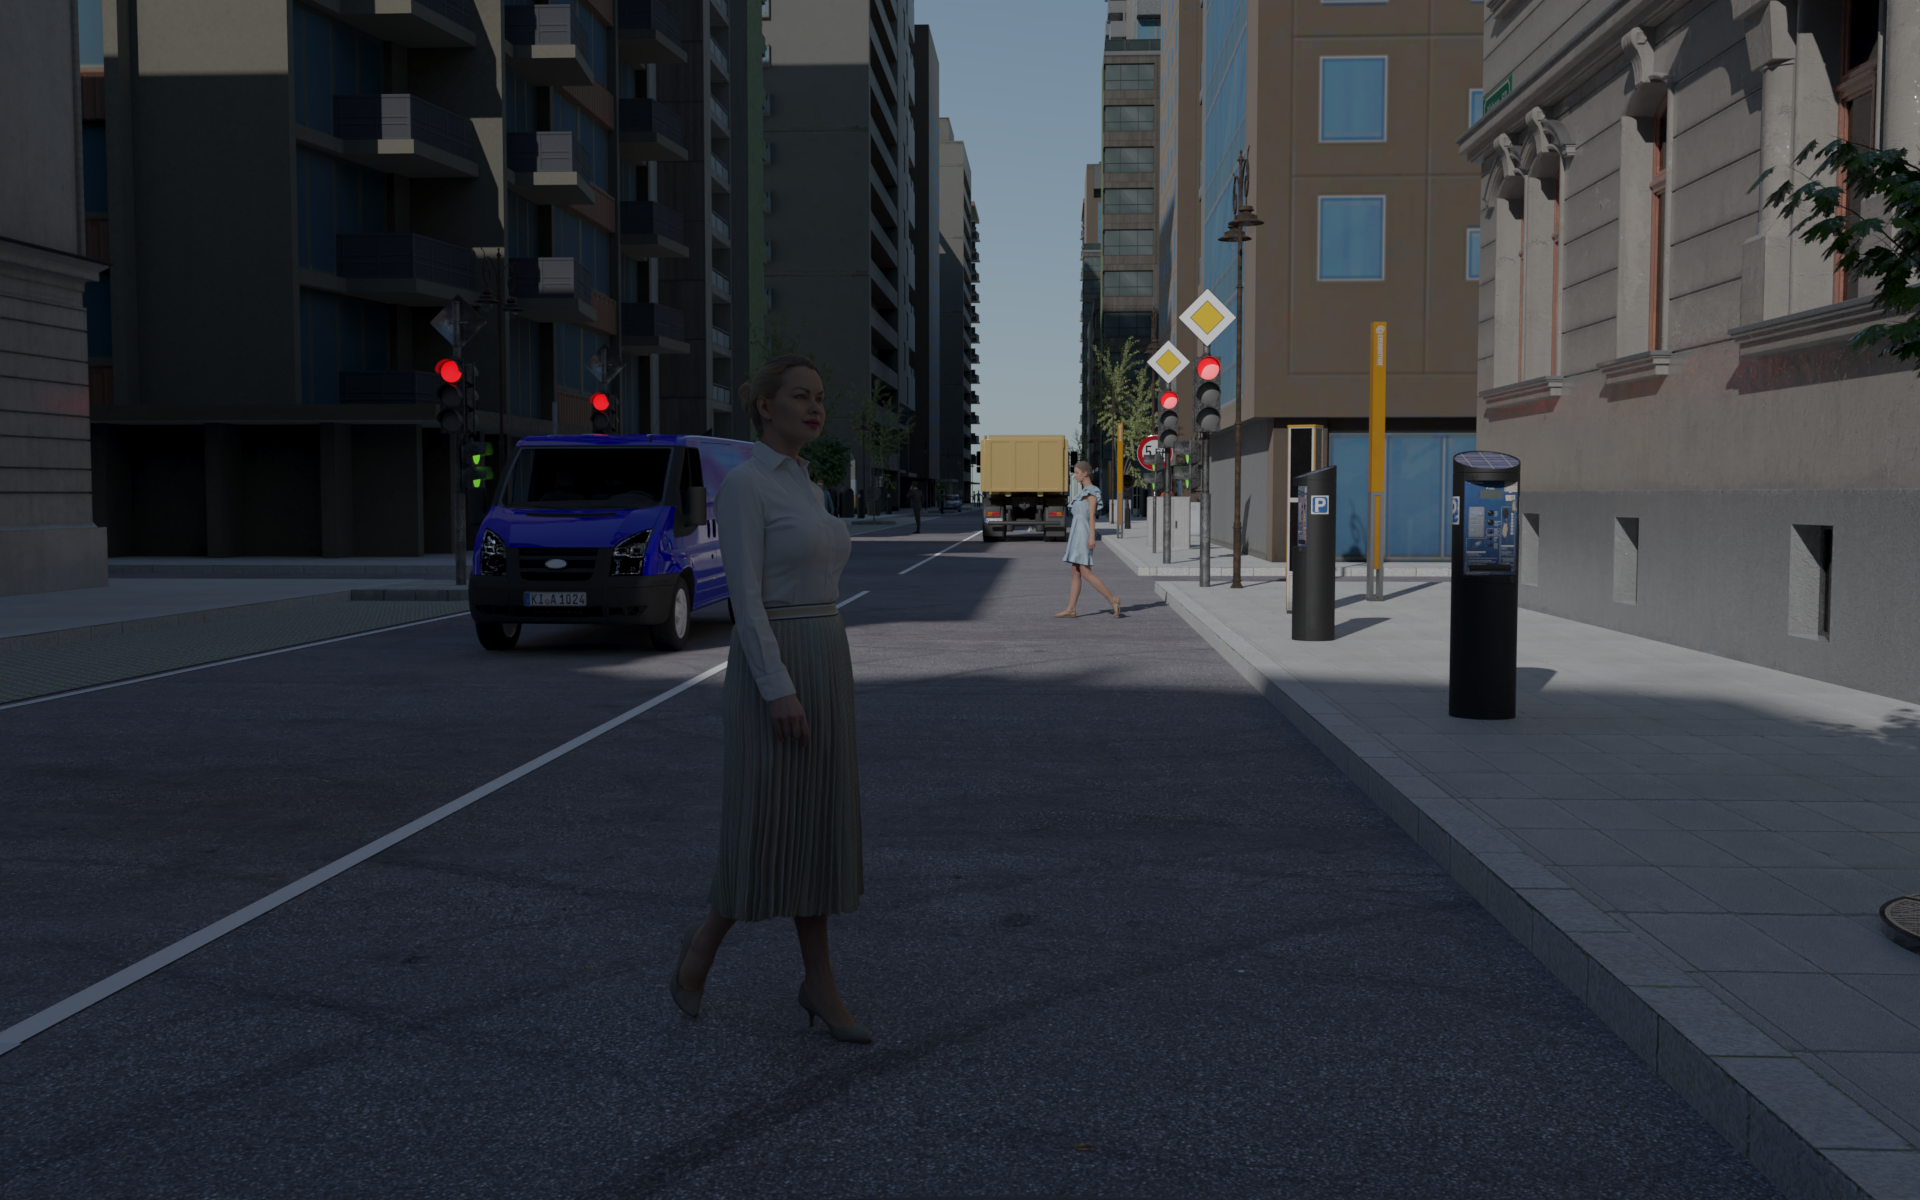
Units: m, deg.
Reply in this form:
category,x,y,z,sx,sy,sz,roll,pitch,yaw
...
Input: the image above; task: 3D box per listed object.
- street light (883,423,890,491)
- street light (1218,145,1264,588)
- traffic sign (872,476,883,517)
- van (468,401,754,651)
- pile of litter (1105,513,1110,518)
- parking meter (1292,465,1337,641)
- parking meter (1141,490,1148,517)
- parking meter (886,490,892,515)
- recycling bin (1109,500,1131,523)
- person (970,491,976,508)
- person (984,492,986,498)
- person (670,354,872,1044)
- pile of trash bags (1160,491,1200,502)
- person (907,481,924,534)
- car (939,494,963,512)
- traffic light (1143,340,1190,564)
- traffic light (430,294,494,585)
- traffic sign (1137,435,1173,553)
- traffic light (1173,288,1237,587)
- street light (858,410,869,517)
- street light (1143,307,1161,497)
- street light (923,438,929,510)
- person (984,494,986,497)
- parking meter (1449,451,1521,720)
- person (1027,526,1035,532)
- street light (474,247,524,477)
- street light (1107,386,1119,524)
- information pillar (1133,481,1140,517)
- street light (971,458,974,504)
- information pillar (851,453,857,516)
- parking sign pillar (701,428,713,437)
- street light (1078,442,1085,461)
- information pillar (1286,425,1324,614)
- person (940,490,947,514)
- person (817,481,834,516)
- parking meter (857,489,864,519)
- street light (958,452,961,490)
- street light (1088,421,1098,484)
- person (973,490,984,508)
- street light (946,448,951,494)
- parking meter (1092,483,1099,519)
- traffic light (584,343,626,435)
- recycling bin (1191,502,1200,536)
category,x,y,z,sx,sy,sz,roll,pitch,yaw
street light,-4.534,-8.339,109.133,0.468,5.910,1.993,0,4,3
street light,3.773,-3.097,23.431,0.468,5.910,1.993,0,4,3
traffic sign,-4.692,-5.890,98.437,0.606,2.300,0.079,0,4,8
van,-3.324,-0.810,17.625,2.240,2.365,5.245,0,4,4
pile of litter,8.350,-4.885,93.836,1.176,0.858,1.719,2,4,30
parking meter,3.109,-0.416,15.207,0.372,1.533,0.369,0,3,0
parking meter,10.271,-5.371,96.232,0.372,1.533,0.369,0,3,0
parking meter,-4.440,-6.088,107.942,0.372,1.533,0.369,0,3,0
recycling bin,7.068,-3.905,76.403,0.722,1.027,0.722,-2,4,-25
person,1.339,-10.618,182.626,0.750,1.759,0.617,1,4,13
person,3.218,-12.382,211.870,0.541,1.710,0.530,0,4,-7
person,-0.518,0.252,4.604,0.641,1.798,0.478,3,4,37
pile of trash bags,7.248,-2.884,56.912,1.912,1.369,3.447,1,4,23
person,-1.632,-3.369,62.948,0.474,1.900,0.648,2,4,28
car,-0.759,-7.686,137.674,2.014,1.417,4.499,0,4,2
traffic light,3.793,-2.622,31.791,0.839,4.253,0.868,0,4,3
traffic light,-7.033,-2.167,24.359,0.839,4.253,0.868,0,4,3
traffic sign,4.212,-2.283,37.436,0.768,2.556,0.104,1,4,11
traffic light,3.364,-2.134,23.818,0.839,4.253,0.868,0,4,3
street light,-5.298,-7.503,95.467,0.468,5.910,1.993,0,4,3
street light,4.785,-4.289,42.910,0.468,5.910,1.993,0,4,3
street light,-2.772,-10.264,140.596,0.468,5.910,1.993,0,4,3
person,3.161,-11.749,200.696,1.348,1.812,0.705,-3,4,-37
parking meter,3.018,-0.095,9.965,0.372,1.533,0.369,0,3,0
person,2.649,-3.469,65.883,0.731,1.740,0.598,2,4,35
street light,-8.661,-3.664,32.687,0.468,5.910,1.993,0,4,3
street light,6.564,-6.211,74.339,0.468,5.910,1.993,0,4,3
information pillar,9.901,-5.669,97.180,0.304,2.012,0.304,3,4,38
street light,1.623,-15.367,224.033,0.468,5.910,1.993,0,4,3
information pillar,-6.109,-6.607,99.376,0.183,3.616,0.504,-2,4,-35
parking sign pillar,-10.696,-5.031,70.729,1.447,3.967,1.447,0,4,8
street light,10.764,-10.931,151.508,0.468,5.910,1.993,0,4,3
information pillar,3.689,-0.860,18.545,0.304,2.012,0.304,2,4,28
person,-1.192,-7.015,123.908,0.721,1.735,1.217,1,4,20
person,-3.992,-2.545,50.130,0.660,1.820,0.620,-1,4,-10
parking meter,-5.188,-5.021,90.509,0.372,1.533,0.369,0,3,0
street light,-0.066,-13.441,192.547,0.468,5.910,1.993,0,4,3
street light,8.278,-8.163,106.261,0.468,5.910,1.993,0,4,3
person,1.936,-10.444,179.240,1.348,1.826,0.705,-1,4,-19
street light,-1.168,-12.184,171.990,0.468,5.910,1.993,0,4,3
parking meter,7.009,-5.120,89.421,0.399,1.863,0.255,0,4,-4
traffic light,-6.604,-2.655,32.332,0.839,4.253,0.868,0,4,3
recycling bin,7.098,-2.471,52.958,0.722,1.027,0.722,2,4,25
